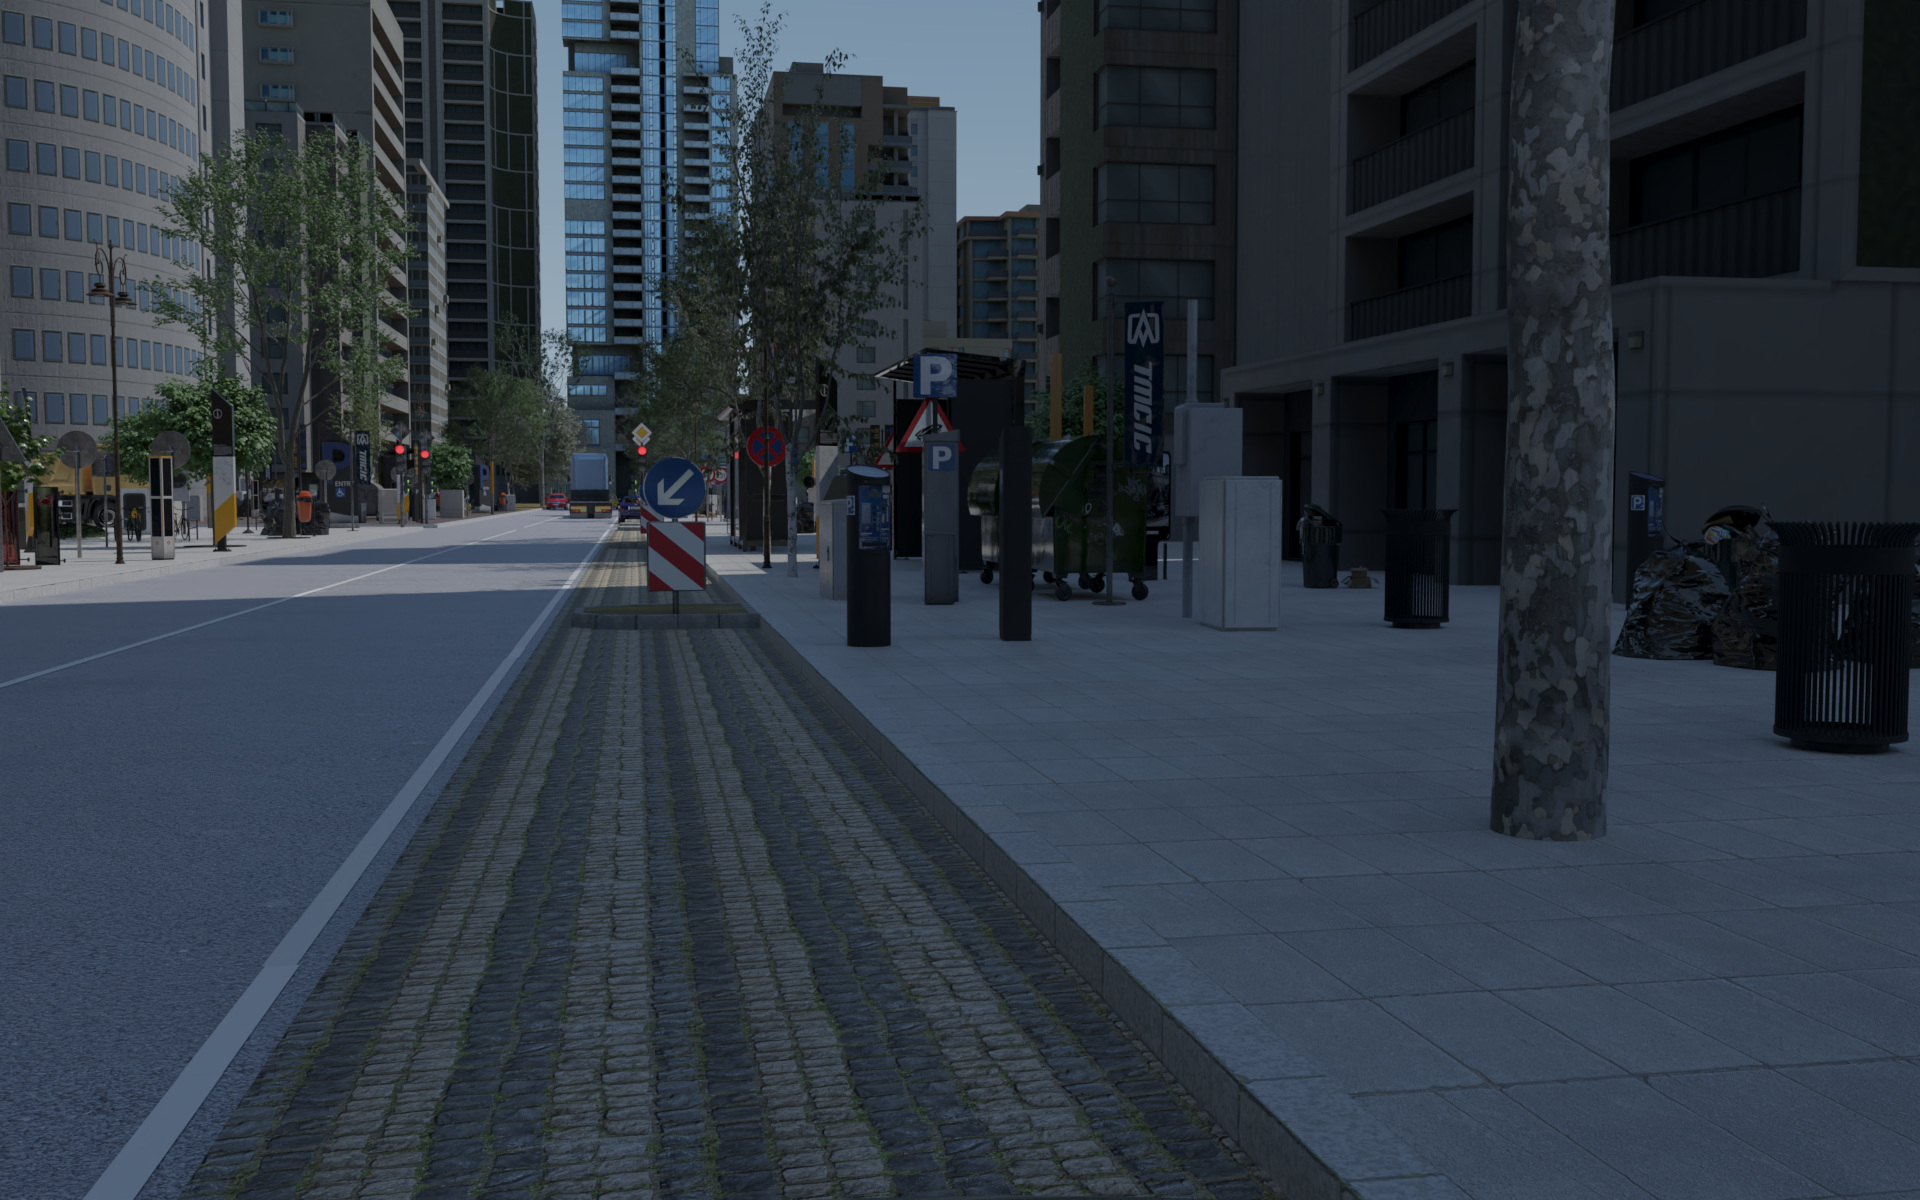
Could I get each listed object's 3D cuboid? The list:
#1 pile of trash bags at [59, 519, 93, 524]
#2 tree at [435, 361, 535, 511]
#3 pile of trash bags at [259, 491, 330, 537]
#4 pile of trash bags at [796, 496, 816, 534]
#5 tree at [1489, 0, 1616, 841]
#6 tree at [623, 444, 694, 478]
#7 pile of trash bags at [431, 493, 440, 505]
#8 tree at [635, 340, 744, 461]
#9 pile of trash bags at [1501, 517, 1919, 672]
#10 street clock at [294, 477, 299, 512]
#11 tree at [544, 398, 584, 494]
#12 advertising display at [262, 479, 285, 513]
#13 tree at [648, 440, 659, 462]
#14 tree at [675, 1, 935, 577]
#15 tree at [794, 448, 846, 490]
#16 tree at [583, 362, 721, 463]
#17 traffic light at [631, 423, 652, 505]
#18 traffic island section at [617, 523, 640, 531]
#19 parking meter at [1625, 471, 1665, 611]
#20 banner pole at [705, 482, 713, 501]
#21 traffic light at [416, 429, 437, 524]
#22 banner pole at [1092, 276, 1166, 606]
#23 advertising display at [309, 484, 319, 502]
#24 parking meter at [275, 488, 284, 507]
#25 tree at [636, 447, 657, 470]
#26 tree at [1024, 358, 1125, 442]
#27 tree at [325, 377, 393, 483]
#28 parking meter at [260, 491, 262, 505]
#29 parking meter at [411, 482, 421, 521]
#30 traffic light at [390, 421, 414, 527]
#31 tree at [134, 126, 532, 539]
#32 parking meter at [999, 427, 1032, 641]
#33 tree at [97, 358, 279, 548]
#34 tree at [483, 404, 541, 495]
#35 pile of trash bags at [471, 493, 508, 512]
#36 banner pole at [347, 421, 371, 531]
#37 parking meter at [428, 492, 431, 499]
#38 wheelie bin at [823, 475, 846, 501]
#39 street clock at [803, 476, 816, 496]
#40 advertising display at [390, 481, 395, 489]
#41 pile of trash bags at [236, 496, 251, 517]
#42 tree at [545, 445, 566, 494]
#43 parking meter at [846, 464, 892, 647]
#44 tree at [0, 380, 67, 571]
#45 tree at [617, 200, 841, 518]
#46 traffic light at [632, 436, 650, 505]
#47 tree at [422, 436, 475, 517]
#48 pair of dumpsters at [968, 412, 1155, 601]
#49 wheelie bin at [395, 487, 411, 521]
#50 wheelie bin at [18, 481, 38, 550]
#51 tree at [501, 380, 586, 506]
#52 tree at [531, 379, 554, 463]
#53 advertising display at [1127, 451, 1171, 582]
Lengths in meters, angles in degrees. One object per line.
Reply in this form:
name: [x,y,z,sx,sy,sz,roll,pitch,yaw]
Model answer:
pile of trash bags: [-39.259,-3.976,74.762,3.447,1.369,1.912,1,4,10]
tree: [-33.765,-11.505,122.523,8.767,10.594,7.601,2,4,35]
pile of trash bags: [-20.411,-2.670,53.413,1.912,1.369,3.447,-2,4,-29]
pile of trash bags: [-5.655,-2.835,56.109,1.912,1.369,3.447,0,4,6]
tree: [2.965,-9.259,7.278,12.611,20.169,13.585,0,3,0]
tree: [-36.650,-18.143,213.641,9.611,12.733,9.660,0,3,0]
pile of trash bags: [-40.171,-7.411,130.927,3.447,1.369,1.912,3,5,41]
tree: [-17.913,-11.566,114.860,9.928,11.665,9.643,0,3,0]
pile of trash bags: [5.748,-0.213,13.228,3.447,1.369,1.912,-1,4,-13]
street clock: [-28.203,-4.216,73.505,0.358,2.002,0.471,2,4,30]
tree: [-50.369,-18.853,218.611,12.009,13.543,11.850,0,3,0]
advertising display: [-30.136,-4.334,76.071,0.974,1.923,0.123,0,4,-5]
tree: [-20.025,-10.522,122.401,4.360,8.622,3.978,0,3,0]
tree: [-2.544,-4.649,26.381,4.360,8.622,3.978,0,3,0]
tree: [-10.240,-8.447,121.828,4.285,4.588,4.351,0,3,0]
tree: [-26.048,-14.873,153.546,12.009,13.543,11.850,0,3,0]
traffic light: [-12.509,-4.844,68.118,0.839,4.253,0.868,-1,4,-11]
traffic island section: [-12.467,-2.811,68.239,2.009,0.180,2.903,-1,4,-11]
parking meter: [7.507,-0.646,18.975,0.372,1.533,0.369,0,3,0]
banner pole: [-19.643,-8.873,135.087,0.863,3.779,0.401,-2,4,-27]
traffic light: [-22.884,-5.221,74.288,0.839,4.253,0.868,-1,4,-11]
banner pole: [1.949,-1.828,19.903,0.863,3.779,0.401,1,4,20]
advertising display: [-42.925,-6.720,115.088,0.974,1.923,0.123,3,4,38]
parking meter: [-28.973,-3.996,73.752,0.372,1.533,0.369,0,3,0]
tree: [-29.316,-13.371,168.979,4.737,8.622,4.395,0,3,0]
tree: [3.167,-3.562,41.951,4.285,4.588,4.351,0,3,0]
tree: [-35.181,-9.284,102.157,4.737,8.622,4.395,0,3,0]
parking meter: [-44.522,-6.256,110.694,0.372,1.533,0.369,0,3,0]
parking meter: [-25.552,-4.626,81.349,0.255,1.863,0.399,3,5,44]
traffic light: [-21.412,-4.741,66.439,0.839,4.253,0.868,-1,4,-11]
tree: [-19.243,-7.560,49.360,9.928,11.665,9.643,0,3,0]
parking meter: [0.488,-0.582,15.230,0.255,1.863,0.399,0,4,-5]
tree: [-18.145,-3.569,42.061,4.285,4.588,4.351,0,3,0]
tree: [-34.548,-11.151,132.677,4.360,8.622,3.978,0,3,0]
pile of trash bags: [-33.928,-7.141,126.502,1.912,1.369,3.447,-3,4,-36]
banner pole: [-20.777,-4.271,59.841,0.863,3.779,0.401,-1,4,-20]
parking meter: [-33.522,-6.163,109.177,0.372,1.533,0.369,0,3,0]
wheelie bin: [-1.876,-1.281,28.851,0.980,1.594,0.693,3,5,40]
street clock: [-5.944,-3.913,68.544,0.471,2.002,0.358,1,4,17]
advertising display: [-27.902,-4.888,85.137,0.123,1.923,0.974,-2,4,-24]
pile of trash bags: [-40.223,-5.278,96.048,1.912,1.369,3.447,1,4,10]
tree: [-47.765,-15.385,201.908,4.360,8.622,3.978,0,3,0]
parking meter: [-0.771,-0.380,14.631,0.372,1.533,0.369,0,3,0]
tree: [-16.050,-2.127,29.371,1.663,3.219,1.824,0,3,0]
tree: [-7.480,-7.433,55.947,7.601,10.594,8.767,-1,4,-22]
traffic light: [-13.980,-5.324,75.966,0.839,4.253,0.868,-1,4,-11]
tree: [-28.969,-6.957,97.459,4.285,4.588,4.351,0,3,0]
pair of dumpsters: [1.275,-1.236,22.704,1.574,2.255,4.437,-1,4,-10]
wheelie bin: [-26.655,-4.568,82.601,0.980,1.594,0.693,2,4,27]
wheelie bin: [-21.726,-1.972,40.156,0.980,1.594,0.693,-2,4,-31]
tree: [-46.479,-17.462,192.154,9.857,13.997,8.962,0,3,0]
tree: [-37.192,-13.298,143.176,9.928,11.665,9.643,0,3,0]
advertising display: [2.786,-1.250,25.646,0.123,1.923,0.974,3,5,43]
